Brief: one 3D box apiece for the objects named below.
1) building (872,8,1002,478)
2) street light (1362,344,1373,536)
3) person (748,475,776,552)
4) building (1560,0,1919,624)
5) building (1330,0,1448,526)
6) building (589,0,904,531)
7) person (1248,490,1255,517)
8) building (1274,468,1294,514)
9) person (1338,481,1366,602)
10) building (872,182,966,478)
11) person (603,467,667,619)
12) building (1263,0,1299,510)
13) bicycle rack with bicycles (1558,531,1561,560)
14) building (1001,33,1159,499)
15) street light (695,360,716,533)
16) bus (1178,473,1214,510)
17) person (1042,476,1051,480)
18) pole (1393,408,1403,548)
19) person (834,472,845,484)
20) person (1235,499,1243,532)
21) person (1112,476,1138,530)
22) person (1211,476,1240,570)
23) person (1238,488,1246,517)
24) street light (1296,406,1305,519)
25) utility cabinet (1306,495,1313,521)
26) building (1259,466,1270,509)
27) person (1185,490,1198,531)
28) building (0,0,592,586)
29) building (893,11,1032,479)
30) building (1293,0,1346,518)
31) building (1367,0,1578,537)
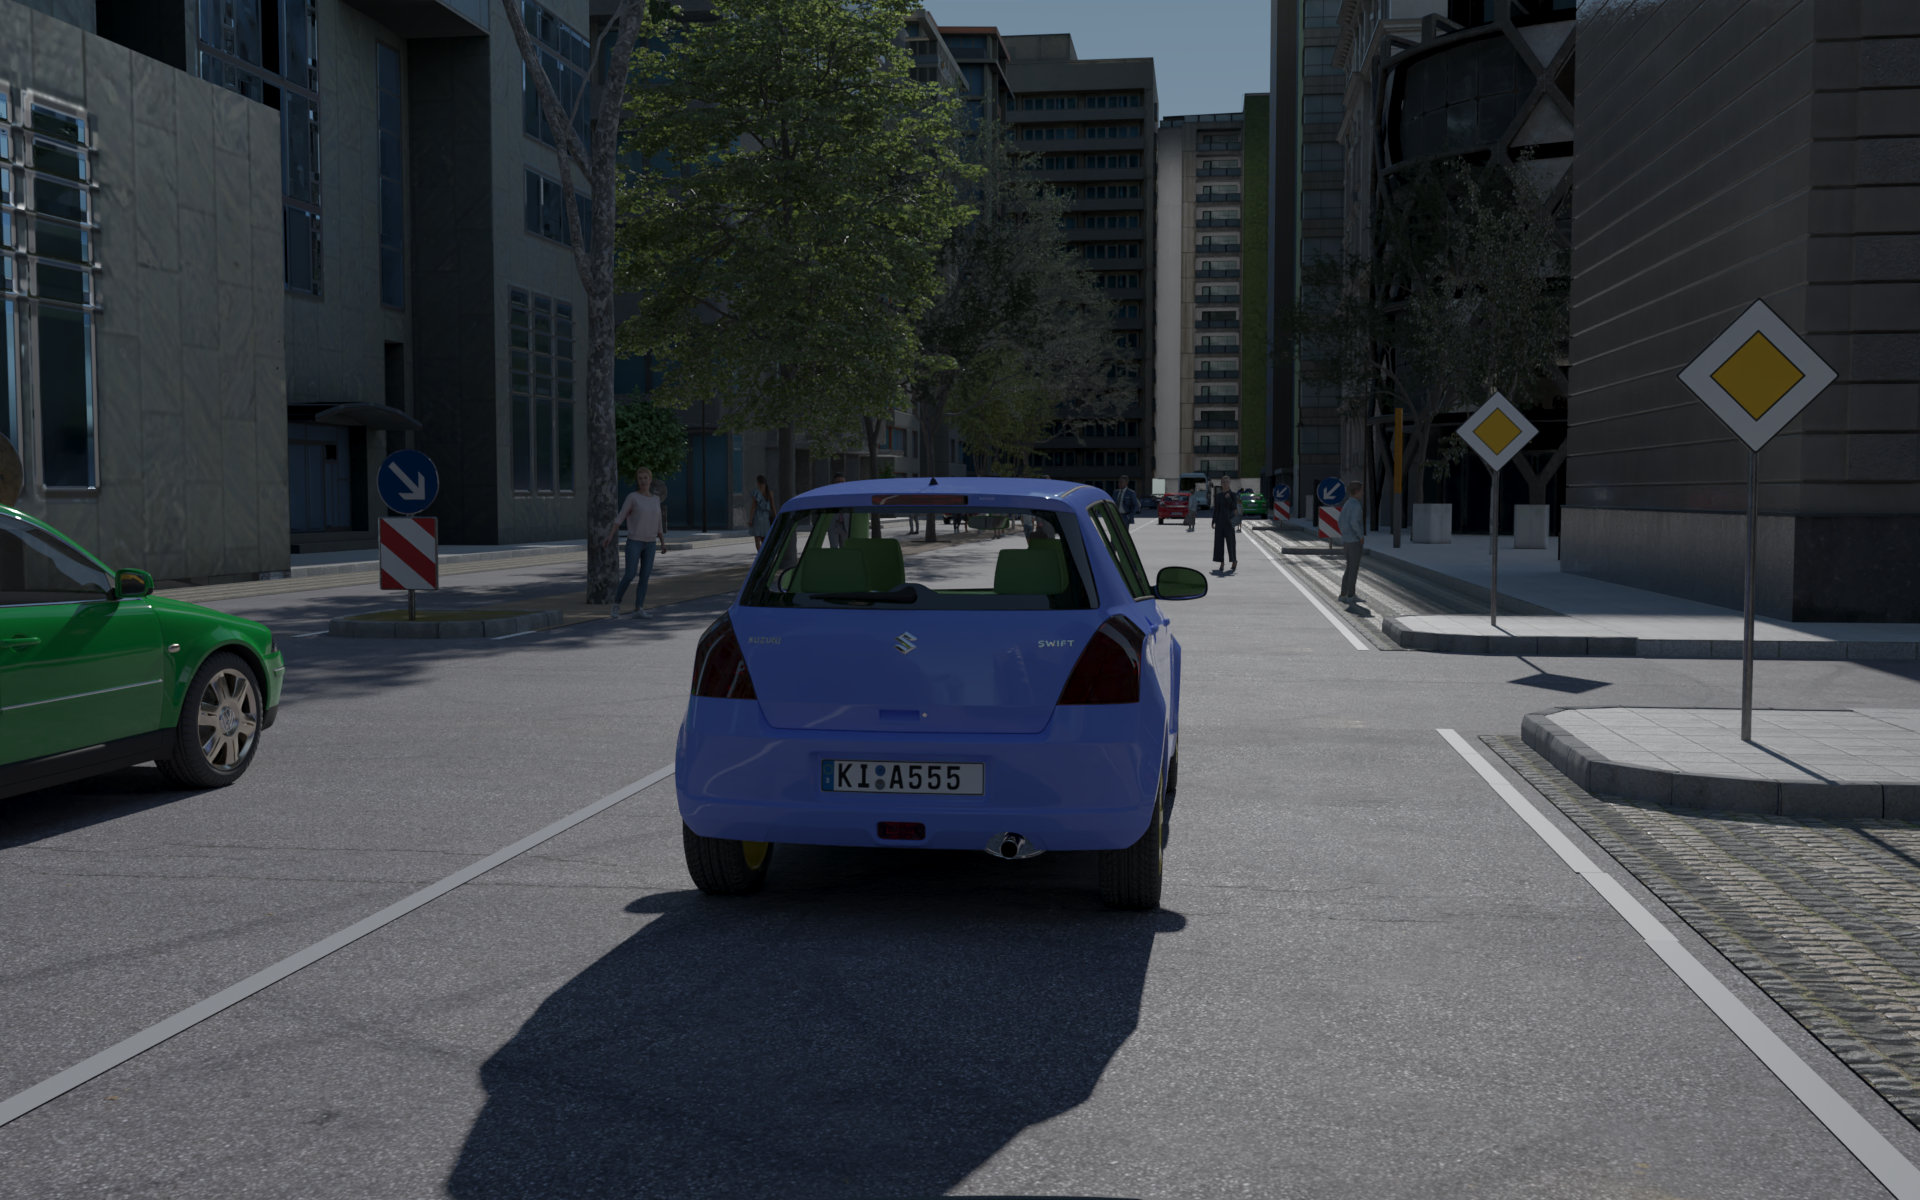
[{"bbox_3d":[-13.078,-27.210,136.768,32.217,40.220,23.993,0,4,8],"label":"building"},{"bbox_3d":[12.479,-4.923,53.285,0.468,5.910,1.993,0,4,8],"label":"street light"},{"bbox_3d":[-3.846,-1.548,33.904,0.616,1.811,0.778,-1,4,-17],"label":"person"},{"bbox_3d":[21.097,-13.644,20.345,25.104,27.353,12.463,0,4,8],"label":"building"},{"bbox_3d":[24.400,-17.773,77.981,14.401,28.519,23.554,0,4,8],"label":"building"},{"bbox_3d":[-15.570,-27.715,72.741,23.786,49.044,30.456,0,4,8],"label":"building"},{"bbox_3d":[18.533,-6.190,110.647,0.436,1.711,0.756,-1,4,-23],"label":"person"},{"bbox_3d":[38.014,-25.993,116.864,32.217,40.220,23.993,0,4,8],"label":"building"},{"bbox_3d":[5.185,-0.765,22.823,0.330,1.601,0.589,0,3,0],"label":"person"},{"bbox_3d":[-15.259,-16.263,110.938,27.650,21.520,28.899,0,4,8],"label":"building"},{"bbox_3d":[-3.808,-0.657,19.908,0.598,1.740,0.731,3,4,38],"label":"person"},{"bbox_3d":[31.716,-29.805,137.416,14.600,45.320,14.200,0,4,8],"label":"building"},{"bbox_3d":[12.818,-1.226,33.428,2.852,0.926,2.925,-2,4,-34],"label":"bicycle rack with bicycles"},{"bbox_3d":[10.478,-34.443,186.849,21.600,48.544,21.300,0,4,8],"label":"building"},{"bbox_3d":[-8.499,-5.178,57.443,0.468,5.910,1.993,0,4,8],"label":"street light"},{"bbox_3d":[21.604,-10.028,158.810,2.948,3.499,13.247,1,4,10],"label":"bus"},{"bbox_3d":[1.771,-1.647,35.527,0.767,1.812,0.694,2,4,33],"label":"person"},{"bbox_3d":[10.410,-2.895,41.168,0.158,3.312,0.155,0,3,0],"label":"pole"},{"bbox_3d":[-1.967,-1.196,28.330,0.678,1.792,0.850,-1,4,-12],"label":"person"},{"bbox_3d":[10.629,-3.236,66.091,0.332,1.250,0.352,1,4,20],"label":"person"},{"bbox_3d":[3.287,-1.634,35.396,0.721,1.800,0.419,2,4,28],"label":"person"},{"bbox_3d":[5.045,-1.470,32.955,0.576,1.772,0.534,1,4,18],"label":"person"},{"bbox_3d":[17.877,-6.178,109.514,0.705,1.824,1.348,3,5,39],"label":"person"},{"bbox_3d":[17.772,-7.206,90.600,0.468,5.910,1.993,0,4,8],"label":"street light"},{"bbox_3d":[16.597,-4.301,81.480,0.306,1.237,1.020,-1,4,-10],"label":"utility cabinet"},{"bbox_3d":[37.586,-43.737,153.344,20.563,71.187,20.611,0,4,8],"label":"building"},{"bbox_3d":[9.053,-3.503,67.588,0.589,1.601,0.330,-3,5,-44],"label":"person"},{"bbox_3d":[-21.775,-44.083,33.433,22.319,86.520,31.000,0,4,8],"label":"building"},{"bbox_3d":[-8.505,-30.932,160.369,28.867,44.769,22.147,0,4,8],"label":"building"},{"bbox_3d":[26.265,-25.385,98.637,14.154,41.232,14.086,0,4,8],"label":"building"},{"bbox_3d":[22.073,-11.608,57.250,16.820,18.784,16.811,0,4,8],"label":"building"}]
